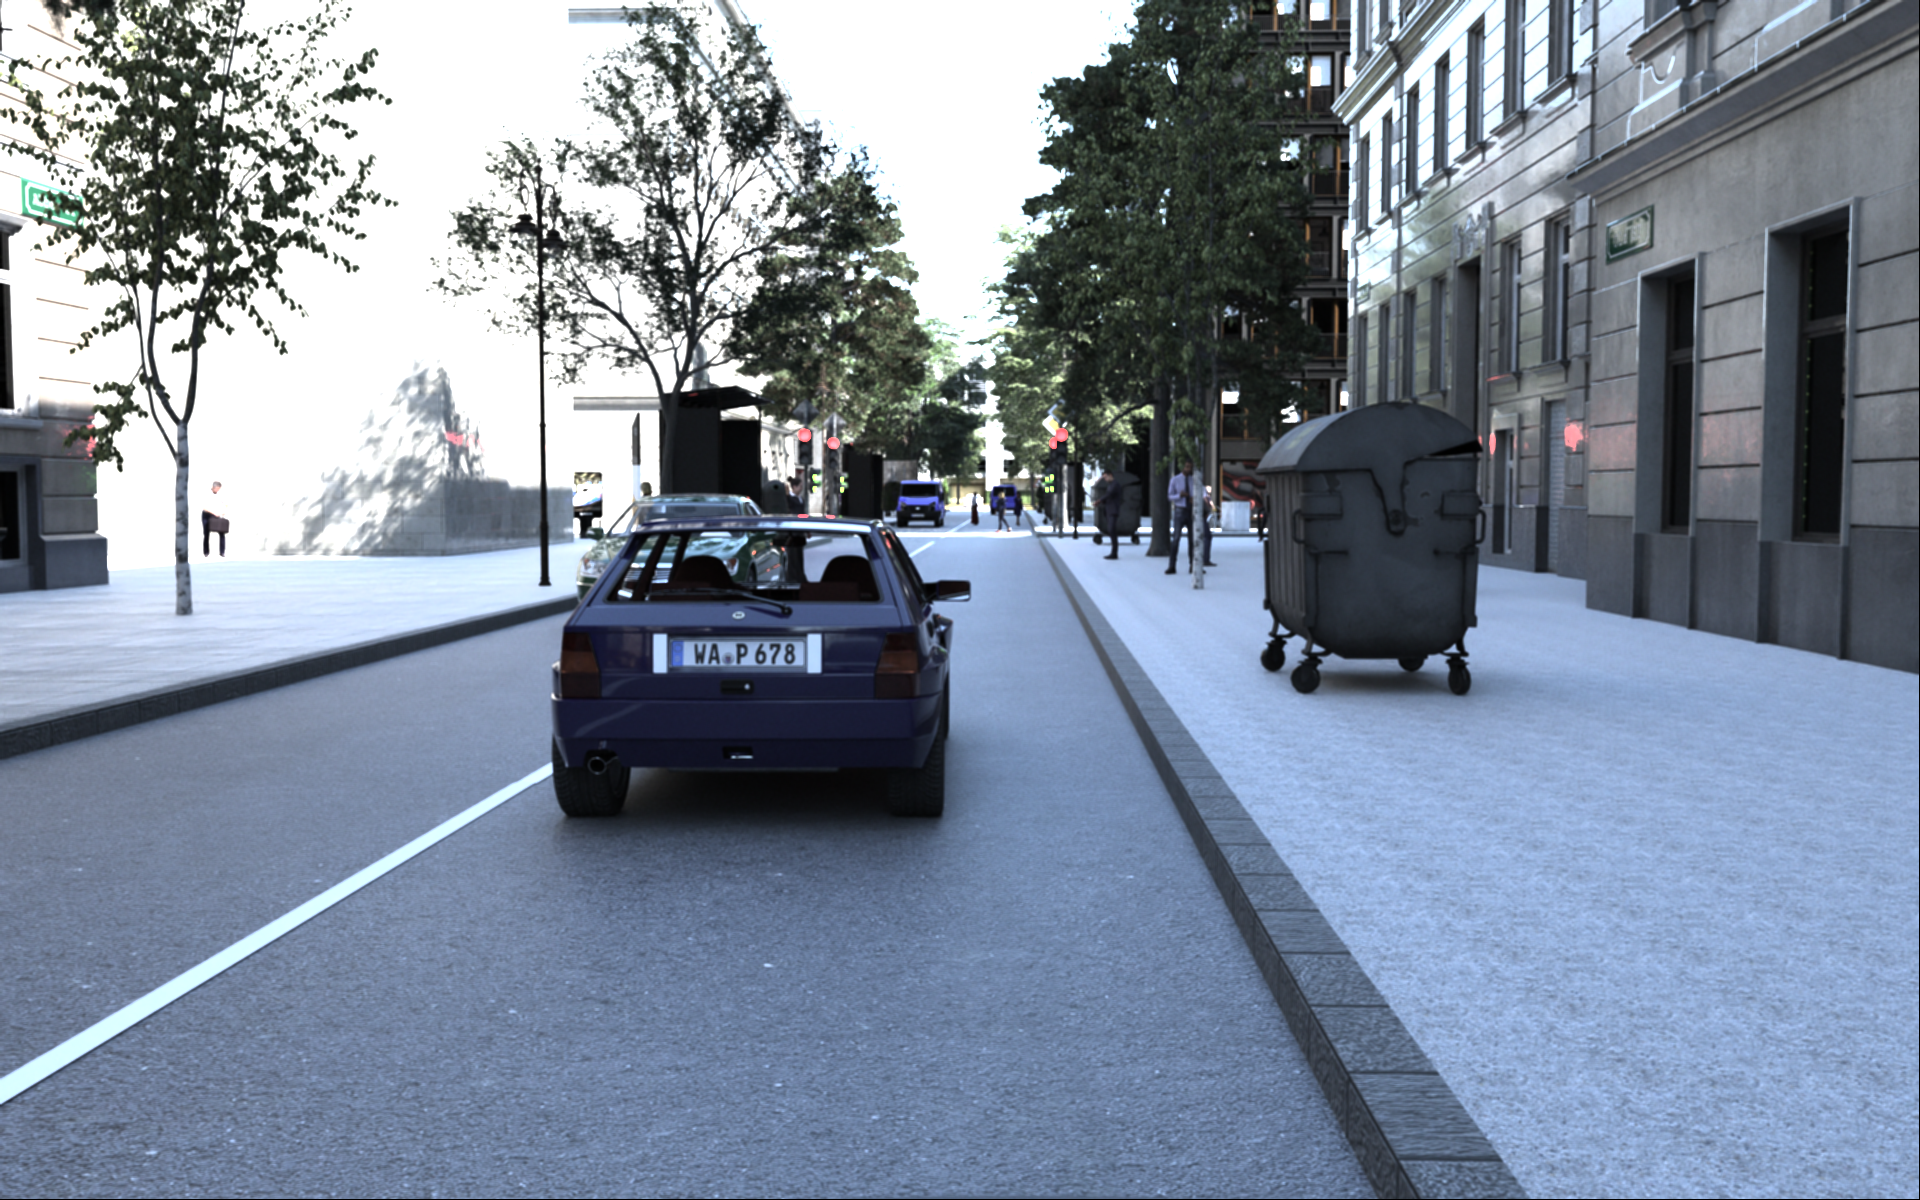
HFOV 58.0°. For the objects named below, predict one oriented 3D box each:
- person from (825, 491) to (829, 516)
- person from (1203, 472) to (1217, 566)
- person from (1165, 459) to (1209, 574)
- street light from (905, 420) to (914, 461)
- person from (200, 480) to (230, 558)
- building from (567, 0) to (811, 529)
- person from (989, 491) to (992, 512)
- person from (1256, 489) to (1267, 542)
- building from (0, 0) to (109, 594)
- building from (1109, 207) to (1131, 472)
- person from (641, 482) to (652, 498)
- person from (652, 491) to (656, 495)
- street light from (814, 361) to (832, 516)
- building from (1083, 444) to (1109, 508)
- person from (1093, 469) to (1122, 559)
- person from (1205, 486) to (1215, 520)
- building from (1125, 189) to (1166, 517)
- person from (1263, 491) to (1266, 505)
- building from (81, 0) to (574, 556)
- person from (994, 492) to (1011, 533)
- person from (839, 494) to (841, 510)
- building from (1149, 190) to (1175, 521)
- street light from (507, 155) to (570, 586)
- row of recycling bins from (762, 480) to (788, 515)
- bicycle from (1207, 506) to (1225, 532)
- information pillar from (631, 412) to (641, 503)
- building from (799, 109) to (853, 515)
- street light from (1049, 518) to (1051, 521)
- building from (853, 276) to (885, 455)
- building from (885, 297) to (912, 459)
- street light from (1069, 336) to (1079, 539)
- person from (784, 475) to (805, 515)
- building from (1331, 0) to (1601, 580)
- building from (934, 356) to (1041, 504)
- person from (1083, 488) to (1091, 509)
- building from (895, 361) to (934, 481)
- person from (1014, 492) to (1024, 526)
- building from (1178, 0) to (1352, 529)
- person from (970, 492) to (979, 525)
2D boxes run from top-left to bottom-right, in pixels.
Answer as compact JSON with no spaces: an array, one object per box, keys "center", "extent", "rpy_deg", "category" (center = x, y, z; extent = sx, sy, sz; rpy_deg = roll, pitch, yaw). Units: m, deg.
[{"center":[-6.329,-4.597,83.748],"extent":[0.480,1.512,0.613],"rpy_deg":[1,4,15],"category":"person"},{"center":[4.287,-1.468,30.989],"extent":[0.436,1.711,0.756],"rpy_deg":[-1,4,-23],"category":"person"},{"center":[3.643,-1.332,27.693],"extent":[0.709,1.838,0.599],"rpy_deg":[-1,4,-15],"category":"person"},{"center":[-3.147,-8.252,107.713],"extent":[0.468,5.910,1.993],"rpy_deg":[0,4,2],"category":"street light"},{"center":[-14.922,-1.621,34.751],"extent":[0.590,1.554,0.614],"rpy_deg":[3,5,42],"category":"person"},{"center":[-17.752,-18.853,84.668],"extent":[17.030,29.872,44.131],"rpy_deg":[0,4,2],"category":"building"},{"center":[2.646,-8.062,140.979],"extent":[0.621,1.740,0.551],"rpy_deg":[-2,4,-27],"category":"person"},{"center":[8.249,-2.381,46.436],"extent":[0.593,1.643,0.415],"rpy_deg":[-1,4,-10],"category":"person"},{"center":[-18.643,-13.969,14.290],"extent":[13.634,28.700,20.117],"rpy_deg":[0,4,2],"category":"building"},{"center":[17.151,-18.604,122.194],"extent":[12.078,24.808,19.932],"rpy_deg":[0,4,2],"category":"building"},{"center":[-5.739,-1.438,32.098],"extent":[0.613,1.512,0.480],"rpy_deg":[0,4,-3],"category":"person"},{"center":[-10.521,-3.062,59.293],"extent":[0.799,1.438,0.628],"rpy_deg":[3,5,43],"category":"person"},{"center":[-4.656,-5.278,59.079],"extent":[0.468,5.910,1.993],"rpy_deg":[0,4,2],"category":"street light"},{"center":[17.319,-14.463,178.615],"extent":[9.099,9.664,28.070],"rpy_deg":[0,4,2],"category":"building"},{"center":[2.909,-1.696,34.224],"extent":[0.568,1.767,0.683],"rpy_deg":[-1,4,-11],"category":"person"},{"center":[8.565,-3.179,60.225],"extent":[0.569,1.553,0.471],"rpy_deg":[-2,4,-26],"category":"person"},{"center":[16.596,-16.769,103.846],"extent":[12.332,23.373,15.834],"rpy_deg":[0,4,2],"category":"building"},{"center":[4.395,-1.028,23.298],"extent":[0.683,1.767,0.568],"rpy_deg":[1,4,22],"category":"person"},{"center":[-18.807,-11.357,40.441],"extent":[16.860,20.320,10.420],"rpy_deg":[0,4,2],"category":"building"},{"center":[1.576,-3.230,63.846],"extent":[0.613,1.512,0.480],"rpy_deg":[-3,4,-38],"category":"person"},{"center":[-6.940,-5.632,100.329],"extent":[0.569,1.553,0.471],"rpy_deg":[-1,4,-11],"category":"person"},{"center":[15.502,-14.244,87.649],"extent":[10.420,20.320,16.860],"rpy_deg":[0,4,2],"category":"building"},{"center":[-5.815,-3.138,24.089],"extent":[0.468,5.910,1.993],"rpy_deg":[0,4,2],"category":"street light"},{"center":[-6.738,-2.656,50.542],"extent":[3.534,1.692,1.069],"rpy_deg":[0,4,8],"category":"row of recycling bins"},{"center":[8.710,-2.764,58.419],"extent":[0.635,0.972,1.543],"rpy_deg":[3,4,38],"category":"bicycle"},{"center":[-9.282,-3.569,49.703],"extent":[0.183,3.616,0.504],"rpy_deg":[-2,4,-32],"category":"information pillar"},{"center":[-14.127,-18.275,116.817],"extent":[12.078,24.808,19.932],"rpy_deg":[0,4,2],"category":"building"},{"center":[4.401,-6.792,83.835],"extent":[0.468,5.910,1.993],"rpy_deg":[0,4,2],"category":"street light"},{"center":[-15.710,-17.332,149.828],"extent":[16.747,18.905,31.486],"rpy_deg":[0,4,2],"category":"building"},{"center":[-21.916,-21.302,192.255],"extent":[32.646,21.610,27.936],"rpy_deg":[0,4,2],"category":"building"},{"center":[3.287,-4.667,49.096],"extent":[0.468,5.910,1.993],"rpy_deg":[0,4,2],"category":"street light"},{"center":[-2.579,-1.110,27.445],"extent":[0.445,1.727,0.742],"rpy_deg":[0,4,-5],"category":"person"},{"center":[15.139,-14.338,31.684],"extent":[12.463,27.353,25.104],"rpy_deg":[0,4,2],"category":"building"},{"center":[12.603,-22.268,230.532],"extent":[31.486,18.905,16.747],"rpy_deg":[0,4,2],"category":"building"},{"center":[10.731,-8.831,150.566],"extent":[1.348,1.807,0.705],"rpy_deg":[-1,4,-13],"category":"person"},{"center":[-9.147,-22.871,230.359],"extent":[11.380,20.091,16.016],"rpy_deg":[0,4,2],"category":"building"},{"center":[2.710,-4.128,78.356],"extent":[0.546,1.535,0.453],"rpy_deg":[3,5,43],"category":"person"},{"center":[17.044,-14.605,68.475],"extent":[15.834,23.373,12.332],"rpy_deg":[0,4,2],"category":"building"},{"center":[0.676,-4.234,80.197],"extent":[0.387,1.526,0.523],"rpy_deg":[0,4,3],"category":"person"}]
